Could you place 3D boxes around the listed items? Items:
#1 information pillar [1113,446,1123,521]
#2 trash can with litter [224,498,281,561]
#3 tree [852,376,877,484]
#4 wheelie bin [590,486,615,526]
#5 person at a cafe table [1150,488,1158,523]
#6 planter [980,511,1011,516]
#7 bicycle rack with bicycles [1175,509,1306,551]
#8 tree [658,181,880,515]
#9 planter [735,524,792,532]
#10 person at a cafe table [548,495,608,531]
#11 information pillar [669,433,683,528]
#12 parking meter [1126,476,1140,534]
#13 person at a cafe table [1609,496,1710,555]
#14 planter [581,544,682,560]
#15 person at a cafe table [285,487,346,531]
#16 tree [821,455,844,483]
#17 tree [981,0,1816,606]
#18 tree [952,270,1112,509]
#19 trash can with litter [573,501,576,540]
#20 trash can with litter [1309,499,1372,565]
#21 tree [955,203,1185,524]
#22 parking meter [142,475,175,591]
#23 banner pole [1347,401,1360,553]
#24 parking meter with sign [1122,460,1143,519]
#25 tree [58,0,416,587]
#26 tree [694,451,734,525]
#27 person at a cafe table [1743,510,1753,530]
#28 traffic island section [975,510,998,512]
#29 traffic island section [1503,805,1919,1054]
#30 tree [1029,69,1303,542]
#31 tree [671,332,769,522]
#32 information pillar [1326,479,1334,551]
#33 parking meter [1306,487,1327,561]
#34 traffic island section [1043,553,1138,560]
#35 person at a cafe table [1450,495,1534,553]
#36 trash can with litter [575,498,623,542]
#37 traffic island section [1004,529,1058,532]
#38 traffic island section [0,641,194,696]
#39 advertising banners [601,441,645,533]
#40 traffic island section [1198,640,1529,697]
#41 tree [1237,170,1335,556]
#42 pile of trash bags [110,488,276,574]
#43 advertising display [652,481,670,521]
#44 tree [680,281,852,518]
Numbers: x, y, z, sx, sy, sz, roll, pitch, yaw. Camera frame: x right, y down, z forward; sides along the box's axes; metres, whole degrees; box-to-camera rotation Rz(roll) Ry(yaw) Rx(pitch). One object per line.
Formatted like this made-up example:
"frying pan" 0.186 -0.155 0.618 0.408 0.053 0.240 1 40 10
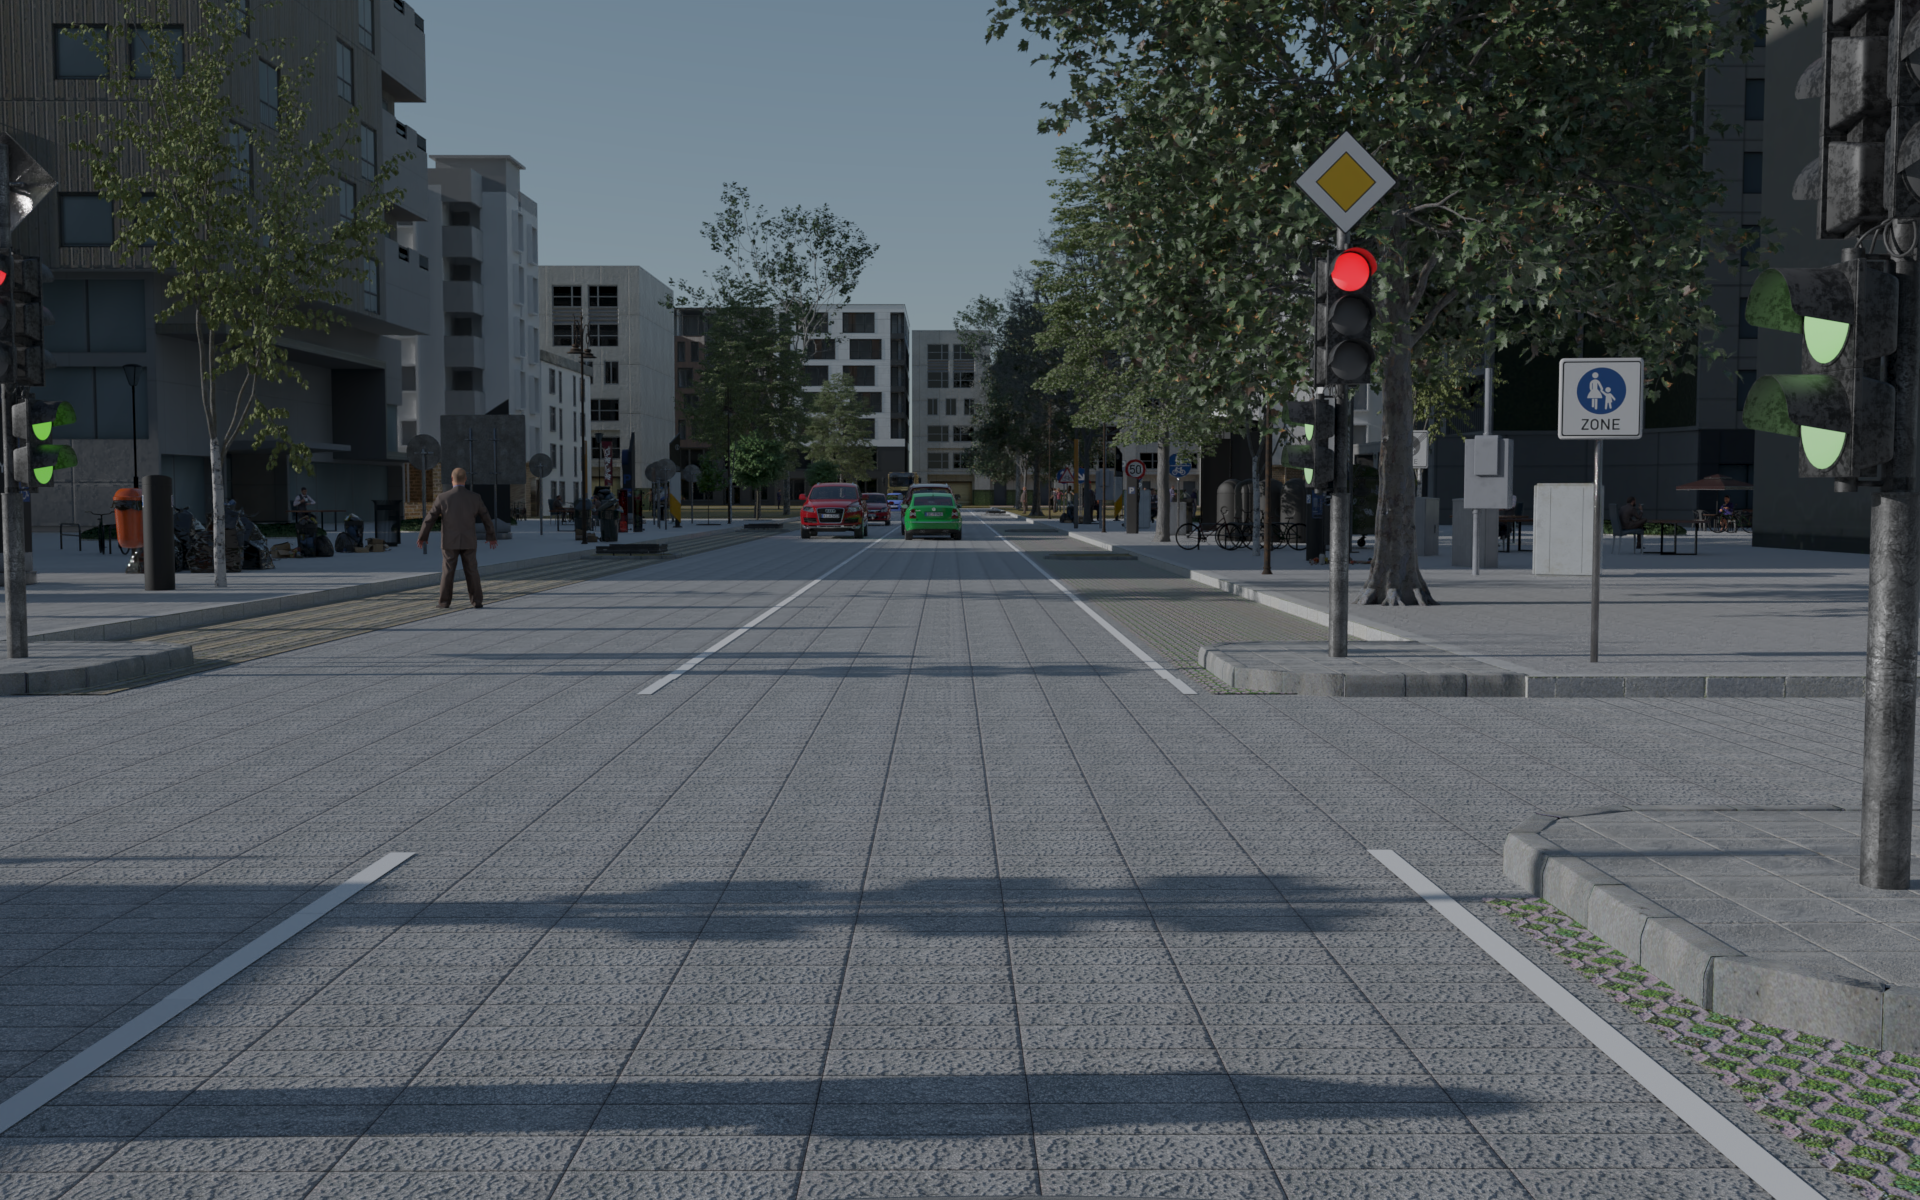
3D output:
"information pillar" 7.554 -5.589 82.729 0.504 3.616 0.183 -3 5 -42
"trash can with litter" -13.466 -1.317 32.583 1.678 1.210 2.233 1 4 14
"tree" -11.467 -14.909 161.882 7.486 12.596 7.792 0 3 0
"wheelie bin" -14.269 -3.757 69.333 0.980 1.594 0.693 -2 4 -33
"person at a cafe table" 7.739 -3.772 70.179 1.698 1.524 1.622 1 4 13
"planter" 2.355 -5.773 115.531 1.991 0.319 1.994 0 4 0
"bicycle rack with bicycles" 6.751 -1.623 39.920 2.925 0.926 2.852 2 4 30
"tree" -11.610 -15.292 105.915 12.611 20.169 13.585 0 3 0
"planter" -7.411 -2.724 65.675 1.991 0.319 1.994 0 4 0
"person at a cafe table" -12.966 -2.992 59.779 1.726 1.238 1.698 1 4 22
"information pillar" -10.862 -4.572 66.113 0.183 3.616 0.504 3 5 40
"parking meter" 5.614 -3.085 56.146 0.399 1.863 0.255 2 4 24
"person at a cafe table" 14.735 -1.591 36.876 1.726 1.238 1.698 0 4 -1
"planter" -7.258 -1.067 38.586 1.991 0.319 1.994 0 4 0
"person at a cafe table" -22.256 -3.106 59.301 1.622 1.524 1.698 2 4 33
"tree" -11.322 -9.791 143.798 4.285 4.588 4.351 0 3 0
"tree" 5.088 -6.303 20.062 9.611 12.733 9.660 0 3 0
"tree" 6.226 -17.760 146.264 12.611 20.169 13.585 0 3 0
"trash can with litter" -10.461 -2.255 48.253 0.624 1.170 1.055 -1 4 -10
"trash can with litter" 7.323 -1.269 31.814 2.233 1.210 1.678 -1 4 -8
"tree" 5.330 -9.963 73.260 12.009 13.543 11.850 0 3 0
"parking meter" -10.689 -0.898 23.101 0.372 1.533 0.369 0 3 0
"banner pole" 8.536 -2.931 37.940 0.401 3.779 0.863 0 4 3
"parking meter with sign" 8.918 -5.632 88.351 0.543 3.016 1.738 -3 5 -45
"tree" -9.950 -4.477 23.559 4.737 8.622 4.395 0 3 0
"tree" -10.397 -4.675 71.036 1.663 3.219 1.824 0 3 0
"person at a cafe table" 28.636 -3.062 60.922 1.698 1.238 1.726 1 4 10
"traffic island section" 2.197 -7.316 142.481 1.991 0.108 1.994 0 4 0
"traffic island section" 3.054 1.015 5.680 2.009 0.180 2.903 0 4 0
"tree" 5.528 -7.862 46.679 7.486 12.596 7.792 0 3 0
"tree" -10.598 -7.834 78.443 4.737 8.622 4.395 0 3 0
"information pillar" 8.426 -2.110 38.983 0.304 2.012 0.304 -3 4 -38
"parking meter" 6.843 -1.520 33.266 0.372 1.533 0.369 0 3 0
"traffic island section" 2.845 -0.946 38.329 1.991 0.108 1.994 0 4 0
"person at a cafe table" 12.156 -1.845 38.688 1.698 1.524 1.622 -2 4 -26
"trash can with litter" -9.554 -2.127 46.163 1.055 1.170 0.624 -2 4 -35
"traffic island section" 2.678 -2.606 65.471 1.991 0.108 1.994 0 4 0
"traffic island section" -7.418 0.531 13.605 2.009 0.180 2.903 0 4 0
"advertising banners" -11.223 -3.761 57.679 0.090 3.025 2.074 2 4 30
"traffic island section" 3.004 0.527 13.665 2.009 0.180 2.903 0 4 0
"tree" 6.143 -5.200 35.387 4.360 8.622 3.978 0 3 0
"pile of trash bags" -12.692 -1.128 28.197 1.912 1.369 3.447 0 4 3
"advertising display" -14.396 -4.778 83.326 0.974 1.923 0.123 2 4 27
"tree" -11.163 -10.682 92.783 7.486 12.596 7.792 0 3 0
